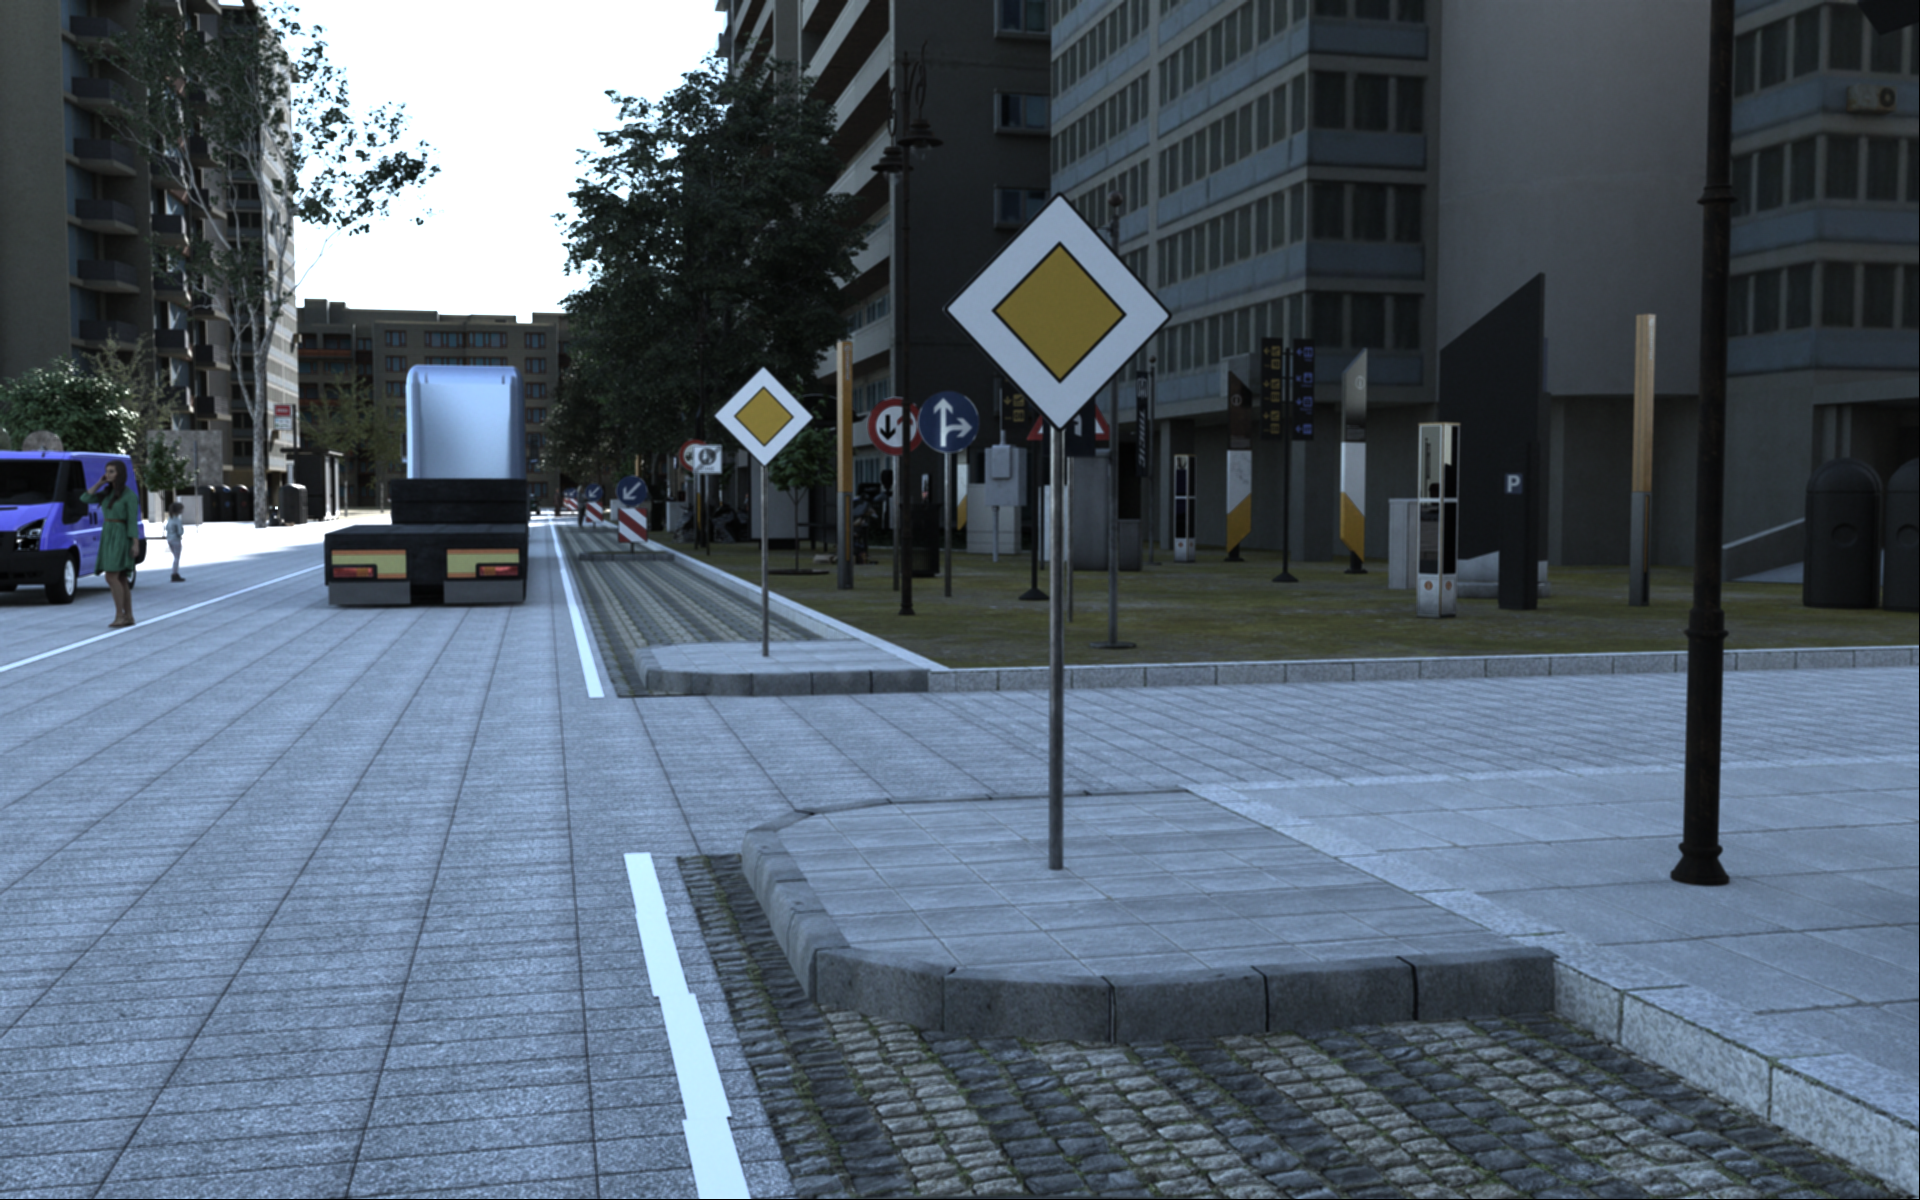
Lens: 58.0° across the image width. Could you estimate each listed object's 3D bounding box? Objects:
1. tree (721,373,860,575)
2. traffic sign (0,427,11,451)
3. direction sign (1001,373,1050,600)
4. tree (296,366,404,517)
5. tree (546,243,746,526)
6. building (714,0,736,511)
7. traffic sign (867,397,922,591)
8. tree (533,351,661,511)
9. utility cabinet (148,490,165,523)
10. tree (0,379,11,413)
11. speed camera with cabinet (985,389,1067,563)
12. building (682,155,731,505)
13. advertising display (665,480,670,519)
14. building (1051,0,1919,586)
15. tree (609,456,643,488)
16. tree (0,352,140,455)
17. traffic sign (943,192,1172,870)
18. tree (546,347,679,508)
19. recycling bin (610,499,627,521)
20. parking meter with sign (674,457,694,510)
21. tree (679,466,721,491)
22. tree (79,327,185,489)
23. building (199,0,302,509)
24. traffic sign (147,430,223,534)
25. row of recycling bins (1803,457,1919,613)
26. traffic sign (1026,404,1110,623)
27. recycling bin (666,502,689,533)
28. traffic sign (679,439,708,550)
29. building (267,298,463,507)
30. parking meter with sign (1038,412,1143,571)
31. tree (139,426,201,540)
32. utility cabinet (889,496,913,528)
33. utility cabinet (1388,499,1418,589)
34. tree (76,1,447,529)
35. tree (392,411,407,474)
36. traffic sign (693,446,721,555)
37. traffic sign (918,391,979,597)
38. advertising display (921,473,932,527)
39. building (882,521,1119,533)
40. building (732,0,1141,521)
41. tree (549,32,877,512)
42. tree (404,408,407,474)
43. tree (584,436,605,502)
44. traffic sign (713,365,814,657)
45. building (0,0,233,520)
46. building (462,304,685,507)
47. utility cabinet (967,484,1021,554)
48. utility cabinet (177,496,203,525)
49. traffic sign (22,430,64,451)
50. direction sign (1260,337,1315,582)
[{"bbox_3d":[-2.628,-2.022,27.665,1.663,3.219,1.824,0,3,0],"label":"tree"},{"bbox_3d":[-17.357,-1.886,30.945,0.768,2.556,0.104,-1,4,-11],"label":"traffic sign"},{"bbox_3d":[0.905,-1.771,20.957,0.876,3.537,0.379,2,4,25],"label":"direction sign"},{"bbox_3d":[-35.351,-9.084,98.890,4.737,8.622,4.395,0,3,0],"label":"tree"},{"bbox_3d":[-12.286,-8.841,70.305,9.928,11.665,9.643,0,3,0],"label":"tree"},{"bbox_3d":[-6.299,-31.160,129.080,23.786,49.044,30.456,-1,4,-13],"label":"building"},{"bbox_3d":[-0.844,-1.394,22.896,0.768,2.556,0.104,0,4,-8],"label":"traffic sign"},{"bbox_3d":[-27.610,-13.137,131.793,9.611,12.733,9.660,0,3,0],"label":"tree"},{"bbox_3d":[-35.112,-4.094,75.616,0.318,1.500,1.173,0,4,-6],"label":"utility cabinet"},{"bbox_3d":[-44.677,-7.740,76.909,4.360,8.622,3.978,0,3,0],"label":"tree"},{"bbox_3d":[1.521,-2.337,32.548,2.038,3.252,0.660,1,4,19],"label":"speed camera with cabinet"},{"bbox_3d":[-17.046,-23.134,149.944,14.160,30.474,14.107,-1,4,-13],"label":"building"},{"bbox_3d":[-13.399,-4.536,79.381,0.123,1.923,0.974,0,4,-1],"label":"advertising display"},{"bbox_3d":[16.048,-21.276,39.742,23.993,40.220,32.217,-1,4,-13],"label":"building"},{"bbox_3d":[-15.176,-5.157,78.924,1.663,3.219,1.824,0,3,0],"label":"tree"},{"bbox_3d":[-20.737,-3.443,40.001,4.285,4.588,4.351,0,3,0],"label":"tree"},{"bbox_3d":[0.326,-0.136,5.868,0.795,2.450,0.064,-1,4,-13],"label":"traffic sign"},{"bbox_3d":[-19.726,-10.233,101.723,7.601,10.594,8.767,2,4,29],"label":"tree"},{"bbox_3d":[-16.080,-4.223,81.599,0.722,1.027,0.722,0,4,-7],"label":"recycling bin"},{"bbox_3d":[-12.560,-5.223,81.660,1.738,3.016,0.543,-1,4,-22],"label":"parking meter with sign"},{"bbox_3d":[-7.978,-3.766,56.176,1.663,3.219,1.824,0,3,0],"label":"tree"},{"bbox_3d":[-37.196,-7.783,77.607,4.360,8.622,3.978,0,3,0],"label":"tree"},{"bbox_3d":[-62.608,-26.728,128.885,23.993,40.220,32.217,-1,4,-13],"label":"building"},{"bbox_3d":[-24.632,-3.744,55.083,2.265,3.308,0.079,0,4,-7],"label":"traffic sign"},{"bbox_3d":[10.959,-0.707,18.677,1.069,1.692,3.534,-3,5,-44],"label":"row of recycling bins"},{"bbox_3d":[1.096,-1.055,17.247,0.884,2.594,0.081,0,4,-5],"label":"traffic sign"},{"bbox_3d":[-9.383,-2.759,57.671,0.722,1.027,0.722,-1,4,-14],"label":"recycling bin"},{"bbox_3d":[-6.100,-2.439,39.990,0.768,2.556,0.104,0,4,-8],"label":"traffic sign"},{"bbox_3d":[-66.836,-20.742,184.177,28.899,21.520,27.650,-1,4,-13],"label":"building"},{"bbox_3d":[2.185,-2.001,28.978,1.738,3.016,0.543,1,4,15],"label":"parking meter with sign"},{"bbox_3d":[-22.558,-3.315,48.805,1.663,3.219,1.824,0,3,0],"label":"tree"},{"bbox_3d":[-1.696,-2.369,49.889,0.306,1.237,1.020,2,4,23],"label":"utility cabinet"},{"bbox_3d":[6.218,-0.772,23.782,0.306,1.237,1.020,3,4,36],"label":"utility cabinet"},{"bbox_3d":[-25.124,-12.787,64.957,12.611,20.169,13.585,0,3,0],"label":"tree"},{"bbox_3d":[-46.382,-12.052,147.406,4.360,8.622,3.978,0,3,0],"label":"tree"},{"bbox_3d":[-5.256,-2.076,36.080,0.606,2.300,0.079,-1,4,-9],"label":"traffic sign"},{"bbox_3d":[-0.148,-1.311,21.544,0.768,2.556,0.104,0,4,-6],"label":"traffic sign"},{"bbox_3d":[-1.018,-2.925,53.044,0.123,1.923,0.974,-1,4,-14],"label":"advertising display"},{"bbox_3d":[5.841,-27.096,66.721,21.300,48.544,21.600,-1,4,-13],"label":"building"},{"bbox_3d":[-1.761,-29.343,103.466,21.300,48.544,21.600,-1,4,-13],"label":"building"},{"bbox_3d":[-7.199,-8.722,49.262,9.857,13.997,8.962,0,3,0],"label":"tree"},{"bbox_3d":[-38.903,-10.178,116.780,4.737,8.622,4.395,0,3,0],"label":"tree"},{"bbox_3d":[-31.939,-12.229,150.301,4.360,8.622,3.978,0,3,0],"label":"tree"},{"bbox_3d":[-1.541,-0.611,13.633,0.795,2.450,0.064,-1,4,-13],"label":"traffic sign"},{"bbox_3d":[-52.969,-26.858,93.759,22.147,44.769,28.867,-1,4,-13],"label":"building"},{"bbox_3d":[-38.528,-21.101,190.044,28.899,21.520,27.650,-1,4,-13],"label":"building"},{"bbox_3d":[0.723,-1.715,36.720,1.173,1.500,0.318,2,4,31],"label":"utility cabinet"},{"bbox_3d":[-31.782,-3.689,71.473,0.306,1.237,1.020,2,4,28],"label":"utility cabinet"},{"bbox_3d":[-18.284,-2.107,34.553,0.768,2.556,0.104,-1,4,-12],"label":"traffic sign"},{"bbox_3d":[4.761,-2.034,25.250,0.876,3.537,0.379,-1,4,-20],"label":"direction sign"}]
